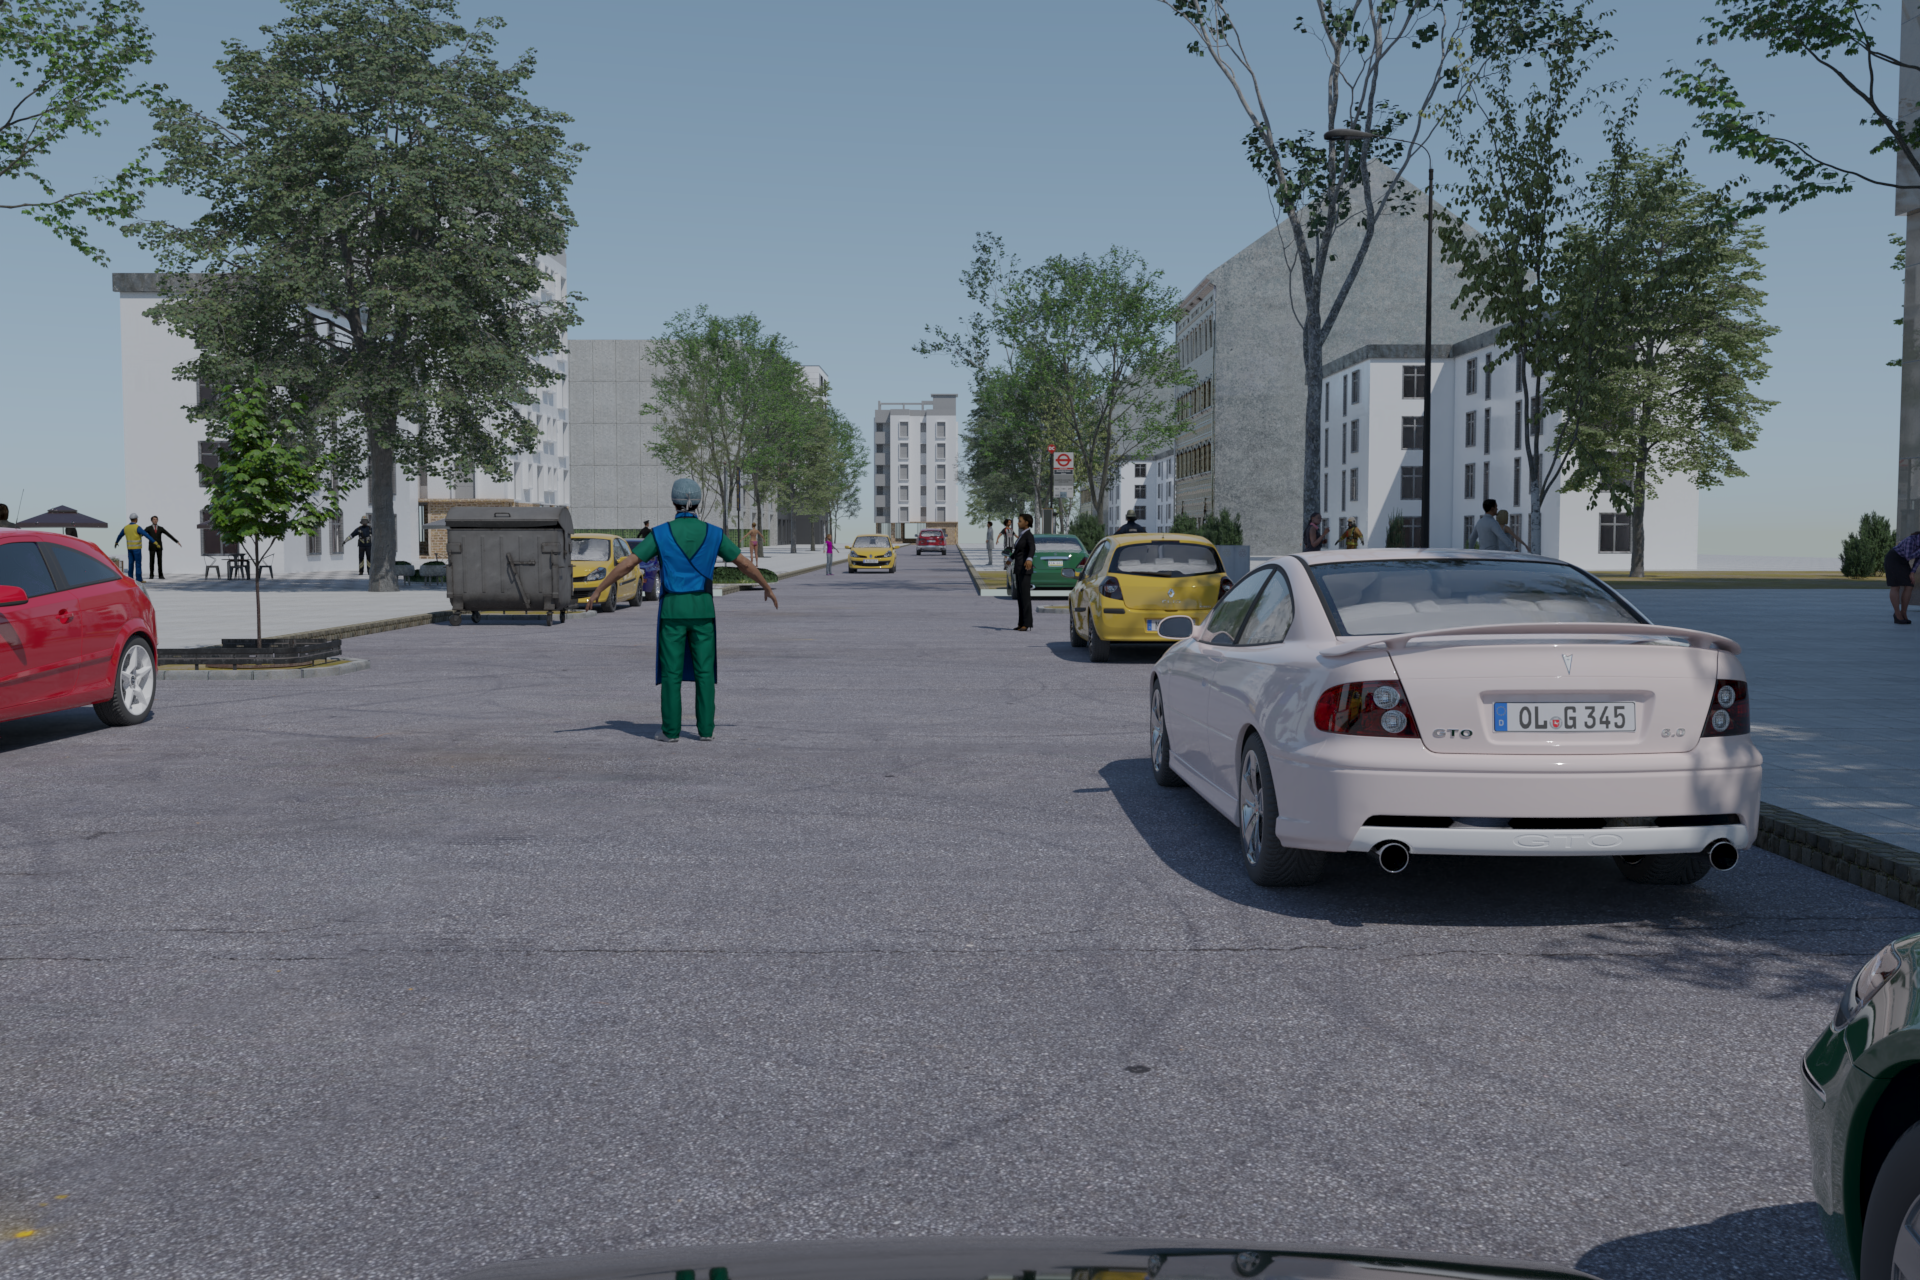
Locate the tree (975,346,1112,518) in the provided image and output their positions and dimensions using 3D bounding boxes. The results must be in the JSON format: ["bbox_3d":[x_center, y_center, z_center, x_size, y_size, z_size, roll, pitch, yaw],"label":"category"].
[{"bbox_3d":[4.607,-10.405,95.880,9.928,11.665,9.643,0,3,0],"label":"tree"}]

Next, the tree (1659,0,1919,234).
[{"bbox_3d":[8.604,-5.372,13.588,9.928,11.665,9.643,0,3,0],"label":"tree"}]

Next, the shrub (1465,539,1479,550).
[{"bbox_3d":[14.036,-2.215,47.334,1.383,1.207,1.383,0,3,0],"label":"shrub"}]

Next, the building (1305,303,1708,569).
[{"bbox_3d":[22.559,-8.238,76.845,9.099,9.664,28.070,0,3,0],"label":"building"}]

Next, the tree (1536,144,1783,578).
[{"bbox_3d":[20.432,-8.134,51.111,7.486,12.596,7.792,0,3,0],"label":"tree"}]

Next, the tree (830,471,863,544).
[{"bbox_3d":[-16.348,-18.104,230.415,7.601,10.594,8.767,0,4,2],"label":"tree"}]

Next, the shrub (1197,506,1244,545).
[{"bbox_3d":[7.474,-2.773,49.374,1.661,2.075,1.752,0,3,0],"label":"shrub"}]

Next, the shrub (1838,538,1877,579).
[{"bbox_3d":[25.448,-2.325,49.131,1.383,1.207,1.383,0,3,0],"label":"shrub"}]

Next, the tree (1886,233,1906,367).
[{"bbox_3d":[25.902,-7.524,41.150,7.486,12.596,7.792,0,3,0],"label":"tree"}]

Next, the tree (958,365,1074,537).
[{"bbox_3d":[4.714,-13.665,130.079,9.857,13.997,8.962,0,3,0],"label":"tree"}]

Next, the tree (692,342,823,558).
[{"bbox_3d":[-11.004,-10.281,93.842,9.928,11.665,9.643,0,3,0],"label":"tree"}]

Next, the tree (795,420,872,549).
[{"bbox_3d":[-11.031,-13.465,145.910,9.928,11.665,9.643,0,3,0],"label":"tree"}]

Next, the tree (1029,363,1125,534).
[{"bbox_3d":[4.816,-7.645,75.353,4.737,8.622,4.395,0,3,0],"label":"tree"}]

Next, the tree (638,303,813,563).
[{"bbox_3d":[-10.447,-9.275,77.399,9.928,11.665,9.643,0,3,0],"label":"tree"}]

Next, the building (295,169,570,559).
[{"bbox_3d":[-28.264,-14.321,90.568,16.016,20.090,11.380,0,4,0],"label":"building"}]

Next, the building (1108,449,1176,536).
[{"bbox_3d":[21.488,-14.782,183.830,9.099,9.664,28.070,0,4,-1],"label":"building"}]

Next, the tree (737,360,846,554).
[{"bbox_3d":[-11.256,-11.964,113.740,7.486,12.596,7.792,0,3,0],"label":"tree"}]

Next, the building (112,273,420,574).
[{"bbox_3d":[-26.639,-7.810,69.834,9.099,9.664,28.070,0,4,-1],"label":"building"}]

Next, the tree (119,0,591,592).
[{"bbox_3d":[-12.963,-8.045,38.190,9.857,13.997,8.962,0,3,0],"label":"tree"}]

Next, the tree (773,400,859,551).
[{"bbox_3d":[-11.179,-12.465,129.551,9.928,11.665,9.643,0,3,0],"label":"tree"}]

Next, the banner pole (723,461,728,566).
[{"bbox_3d":[-8.089,-4.276,59.935,0.401,3.779,0.863,0,4,1],"label":"banner pole"}]

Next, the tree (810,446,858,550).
[{"bbox_3d":[-10.882,-11.398,136.720,4.360,8.622,3.978,0,3,0],"label":"tree"}]

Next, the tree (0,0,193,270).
[{"bbox_3d":[-13.213,-5.788,20.387,9.928,11.665,9.643,0,3,0],"label":"tree"}]

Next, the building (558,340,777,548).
[{"bbox_3d":[-28.358,-18.772,173.383,16.747,18.905,31.486,0,3,0],"label":"building"}]

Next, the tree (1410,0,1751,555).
[{"bbox_3d":[8.357,-4.524,24.330,4.737,8.622,4.395,0,3,0],"label":"tree"}]

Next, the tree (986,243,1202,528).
[{"bbox_3d":[5.023,-8.423,63.464,9.928,11.665,9.643,0,3,0],"label":"tree"}]

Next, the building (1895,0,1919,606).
[{"bbox_3d":[26.837,-14.963,10.871,22.709,31.103,35.509,0,4,-1],"label":"building"}]

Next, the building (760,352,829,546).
[{"bbox_3d":[-30.951,-22.240,207.597,27.936,21.610,32.646,0,4,0],"label":"building"}]

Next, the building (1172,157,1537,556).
[{"bbox_3d":[24.125,-17.104,110.571,19.493,23.208,18.063,0,3,0],"label":"building"}]

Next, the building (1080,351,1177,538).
[{"bbox_3d":[24.542,-23.196,210.179,19.493,23.208,18.063,0,4,0],"label":"building"}]

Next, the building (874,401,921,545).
[{"bbox_3d":[-11.398,-23.138,237.186,11.380,20.090,16.016,0,4,-1],"label":"building"}]

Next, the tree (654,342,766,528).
[{"bbox_3d":[-10.073,-7.113,66.657,4.360,8.622,3.978,0,3,0],"label":"tree"}]

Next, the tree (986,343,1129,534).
[{"bbox_3d":[4.750,-9.199,84.822,7.601,10.594,8.767,0,4,5],"label":"tree"}]

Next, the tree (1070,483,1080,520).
[{"bbox_3d":[17.426,-17.619,238.435,4.360,8.622,3.978,0,3,0],"label":"tree"}]

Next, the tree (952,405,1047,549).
[{"bbox_3d":[4.357,-14.344,144.889,12.009,13.543,11.850,0,3,0],"label":"tree"}]

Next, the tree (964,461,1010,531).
[{"bbox_3d":[4.298,-19.410,235.485,7.486,12.596,7.792,0,3,0],"label":"tree"}]

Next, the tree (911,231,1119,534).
[{"bbox_3d":[3.788,-15.492,109.188,12.611,20.169,13.585,0,3,0],"label":"tree"}]

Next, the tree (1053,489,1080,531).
[{"bbox_3d":[13.958,-17.206,231.678,4.737,8.622,4.395,0,3,0],"label":"tree"}]

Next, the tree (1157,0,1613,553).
[{"bbox_3d":[9.200,-11.097,37.324,12.611,20.169,13.585,0,3,0],"label":"tree"}]

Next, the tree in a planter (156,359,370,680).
[{"bbox_3d":[-7.281,-1.264,17.896,1.991,3.239,1.994,0,4,-1],"label":"tree in a planter"}]

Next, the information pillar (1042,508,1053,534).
[{"bbox_3d":[2.508,-2.772,49.809,0.304,2.012,0.304,0,4,-1],"label":"information pillar"}]
